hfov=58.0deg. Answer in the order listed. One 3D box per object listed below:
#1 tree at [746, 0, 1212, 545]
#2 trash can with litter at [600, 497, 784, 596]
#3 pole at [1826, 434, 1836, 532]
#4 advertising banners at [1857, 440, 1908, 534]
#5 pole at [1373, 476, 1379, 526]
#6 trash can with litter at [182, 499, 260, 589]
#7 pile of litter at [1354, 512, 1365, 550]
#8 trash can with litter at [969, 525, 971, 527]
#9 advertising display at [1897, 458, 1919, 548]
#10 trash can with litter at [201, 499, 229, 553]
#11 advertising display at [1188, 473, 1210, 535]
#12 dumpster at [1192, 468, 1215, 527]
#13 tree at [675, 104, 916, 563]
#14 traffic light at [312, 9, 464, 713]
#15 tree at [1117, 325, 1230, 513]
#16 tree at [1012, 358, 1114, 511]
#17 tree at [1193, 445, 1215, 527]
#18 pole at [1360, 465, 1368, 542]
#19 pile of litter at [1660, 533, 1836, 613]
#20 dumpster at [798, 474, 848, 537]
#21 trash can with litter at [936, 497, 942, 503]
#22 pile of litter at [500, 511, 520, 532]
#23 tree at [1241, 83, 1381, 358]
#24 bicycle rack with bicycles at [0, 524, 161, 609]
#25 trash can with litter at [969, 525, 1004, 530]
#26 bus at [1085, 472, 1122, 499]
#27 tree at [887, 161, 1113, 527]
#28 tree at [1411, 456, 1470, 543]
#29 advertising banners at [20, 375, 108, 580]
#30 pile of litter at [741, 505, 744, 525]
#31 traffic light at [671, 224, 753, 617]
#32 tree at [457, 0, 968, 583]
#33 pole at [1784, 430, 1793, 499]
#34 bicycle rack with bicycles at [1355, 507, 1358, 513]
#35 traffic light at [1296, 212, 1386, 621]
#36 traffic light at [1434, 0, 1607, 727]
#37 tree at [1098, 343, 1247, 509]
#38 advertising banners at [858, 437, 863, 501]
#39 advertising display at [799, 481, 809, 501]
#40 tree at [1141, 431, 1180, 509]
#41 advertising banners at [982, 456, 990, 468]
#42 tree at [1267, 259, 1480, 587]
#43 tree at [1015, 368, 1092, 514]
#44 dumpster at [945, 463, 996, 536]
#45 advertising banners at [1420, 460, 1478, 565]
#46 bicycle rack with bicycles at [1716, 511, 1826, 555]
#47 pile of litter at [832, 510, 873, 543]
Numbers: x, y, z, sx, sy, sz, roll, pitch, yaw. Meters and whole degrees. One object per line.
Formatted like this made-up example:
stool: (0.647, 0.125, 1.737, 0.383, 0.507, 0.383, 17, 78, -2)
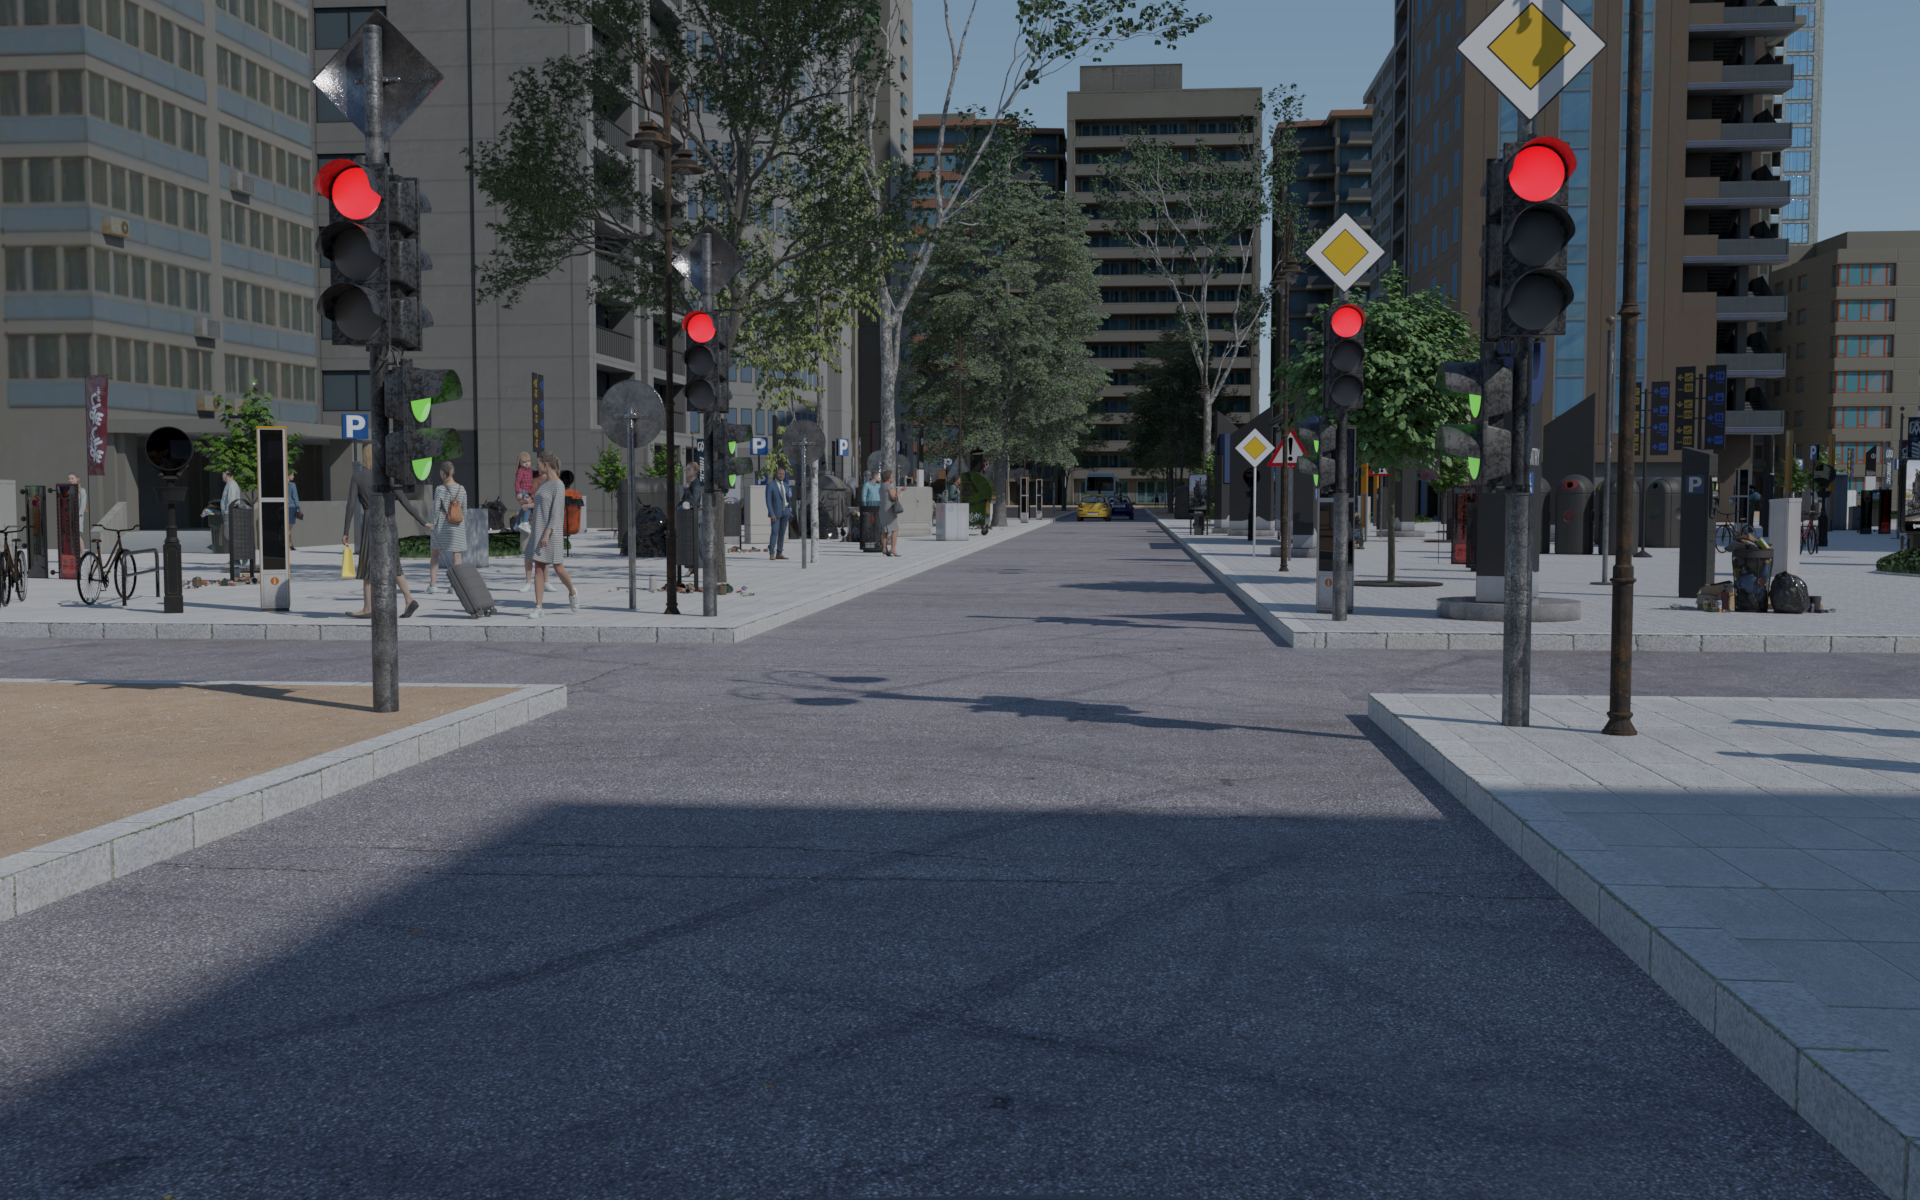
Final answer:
tree: (-0.647, -11.385, 42.037, 12.611, 20.169, 13.585, 0, 3, 0)
trash can with litter: (-3.466, -0.700, 22.505, 1.678, 1.210, 2.233, -2, 4, -35)
pole: (29.683, -3.987, 59.037, 0.158, 3.312, 0.155, 0, 3, 0)
advertising banners: (29.637, -3.627, 55.486, 2.074, 3.025, 0.090, -1, 4, -17)
pole: (16.577, -4.597, 68.998, 0.158, 3.312, 0.155, 0, 3, 0)
trash can with litter: (-10.492, -0.823, 24.514, 1.678, 1.210, 2.233, 1, 4, 9)
pile of litter: (8.952, -1.626, 40.548, 1.176, 0.858, 1.719, 2, 4, 28)
trash can with litter: (0.116, -3.483, 68.330, 0.624, 1.170, 1.055, -1, 4, -17)
advertising display: (17.048, -1.569, 30.868, 0.974, 1.923, 0.123, -2, 4, -32)
trash can with litter: (-15.850, -1.596, 37.478, 0.624, 1.170, 1.055, 1, 4, 10)
advertising display: (7.453, -2.983, 53.990, 0.123, 1.923, 0.974, -2, 4, -29)
dumpster: (9.379, -3.826, 65.052, 1.502, 2.255, 1.985, 0, 4, 5)
tree: (-2.946, -4.999, 32.098, 4.737, 8.622, 4.395, 0, 3, 0)
traffic light: (-3.369, -1.295, 10.097, 0.839, 4.253, 0.868, 0, 4, 5)
tree: (14.645, -12.137, 116.566, 7.486, 12.596, 7.792, 0, 3, 0)
tree: (7.831, -12.684, 133.140, 9.928, 11.665, 9.643, 0, 3, 0)
tree: (10.030, -4.519, 68.488, 1.663, 3.219, 1.824, 0, 3, 0)
pole: (10.820, -3.210, 46.324, 0.158, 3.312, 0.155, 0, 3, 0)
pile of litter: (8.662, -0.312, 19.068, 1.719, 0.858, 1.176, 3, 4, 37)
dumpster: (-4.116, -2.816, 51.801, 1.264, 1.857, 1.865, 0, 4, 5)
trash can with litter: (-0.540, -3.907, 75.273, 1.055, 1.170, 0.624, 0, 4, -6)
pile of litter: (-10.675, -1.751, 42.596, 1.719, 0.858, 1.176, -3, 4, -37)
tree: (12.742, -13.687, 79.669, 12.611, 20.169, 13.585, 0, 3, 0)
bicycle rack with bicycles: (-10.726, -0.422, 20.281, 2.852, 0.926, 2.925, -1, 4, -12)
trash can with litter: (0.544, -3.170, 62.892, 2.233, 1.210, 1.678, 3, 4, 37)
bus: (12.712, -9.718, 153.753, 2.948, 3.499, 13.247, 0, 4, 7)
tree: (1.623, -9.858, 67.837, 9.857, 13.997, 8.962, 0, 3, 0)
tree: (12.915, -3.133, 45.831, 1.663, 3.219, 1.824, 0, 3, 0)
advertising banners: (-13.372, -1.817, 25.895, 2.074, 3.025, 0.090, 2, 4, 28)
pile of litter: (-8.685, -3.544, 71.902, 1.176, 0.858, 1.719, 2, 4, 33)
traffic light: (-2.604, -1.781, 18.045, 0.839, 4.253, 0.868, 0, 4, 5)
tree: (-3.716, -5.513, 24.543, 8.767, 10.594, 7.601, 2, 4, 30)
pole: (26.500, -3.766, 55.416, 0.158, 3.312, 0.155, 0, 3, 0)
bicycle rack with bicycles: (18.712, -4.410, 85.478, 2.852, 0.926, 2.925, -3, 4, -37)
traffic light: (3.829, -1.745, 17.444, 0.839, 4.253, 0.868, 0, 4, 5)
traffic light: (3.064, -1.258, 9.496, 0.839, 4.253, 0.868, 0, 4, 5)
tree: (13.717, -10.509, 106.229, 7.601, 10.594, 8.767, 2, 4, 29)
advertising banners: (-2.949, -3.438, 52.406, 0.090, 3.025, 2.074, 0, 4, -8)
advertising display: (-7.659, -5.019, 87.266, 0.974, 1.923, 0.123, -3, 4, -38)
tree: (17.104, -11.917, 145.211, 4.737, 8.622, 4.395, 0, 3, 0)
advertising banners: (0.599, -5.182, 80.905, 2.074, 3.025, 0.090, 2, 4, 31)
tree: (6.067, -2.491, 24.448, 4.285, 4.588, 4.351, 0, 3, 0)
tree: (4.611, -9.015, 97.750, 4.737, 8.622, 4.395, 0, 3, 0)
dumpster: (0.319, -3.157, 54.107, 1.502, 2.255, 1.985, 0, 4, 5)
advertising banners: (9.197, -2.156, 31.432, 2.074, 3.025, 0.090, 3, 5, 39)
bicycle rack with bicycles: (17.429, -1.464, 37.322, 2.925, 0.926, 2.852, -3, 5, -44)
pile of litter: (-2.624, -1.974, 46.241, 1.176, 0.858, 1.719, -3, 5, -44)
